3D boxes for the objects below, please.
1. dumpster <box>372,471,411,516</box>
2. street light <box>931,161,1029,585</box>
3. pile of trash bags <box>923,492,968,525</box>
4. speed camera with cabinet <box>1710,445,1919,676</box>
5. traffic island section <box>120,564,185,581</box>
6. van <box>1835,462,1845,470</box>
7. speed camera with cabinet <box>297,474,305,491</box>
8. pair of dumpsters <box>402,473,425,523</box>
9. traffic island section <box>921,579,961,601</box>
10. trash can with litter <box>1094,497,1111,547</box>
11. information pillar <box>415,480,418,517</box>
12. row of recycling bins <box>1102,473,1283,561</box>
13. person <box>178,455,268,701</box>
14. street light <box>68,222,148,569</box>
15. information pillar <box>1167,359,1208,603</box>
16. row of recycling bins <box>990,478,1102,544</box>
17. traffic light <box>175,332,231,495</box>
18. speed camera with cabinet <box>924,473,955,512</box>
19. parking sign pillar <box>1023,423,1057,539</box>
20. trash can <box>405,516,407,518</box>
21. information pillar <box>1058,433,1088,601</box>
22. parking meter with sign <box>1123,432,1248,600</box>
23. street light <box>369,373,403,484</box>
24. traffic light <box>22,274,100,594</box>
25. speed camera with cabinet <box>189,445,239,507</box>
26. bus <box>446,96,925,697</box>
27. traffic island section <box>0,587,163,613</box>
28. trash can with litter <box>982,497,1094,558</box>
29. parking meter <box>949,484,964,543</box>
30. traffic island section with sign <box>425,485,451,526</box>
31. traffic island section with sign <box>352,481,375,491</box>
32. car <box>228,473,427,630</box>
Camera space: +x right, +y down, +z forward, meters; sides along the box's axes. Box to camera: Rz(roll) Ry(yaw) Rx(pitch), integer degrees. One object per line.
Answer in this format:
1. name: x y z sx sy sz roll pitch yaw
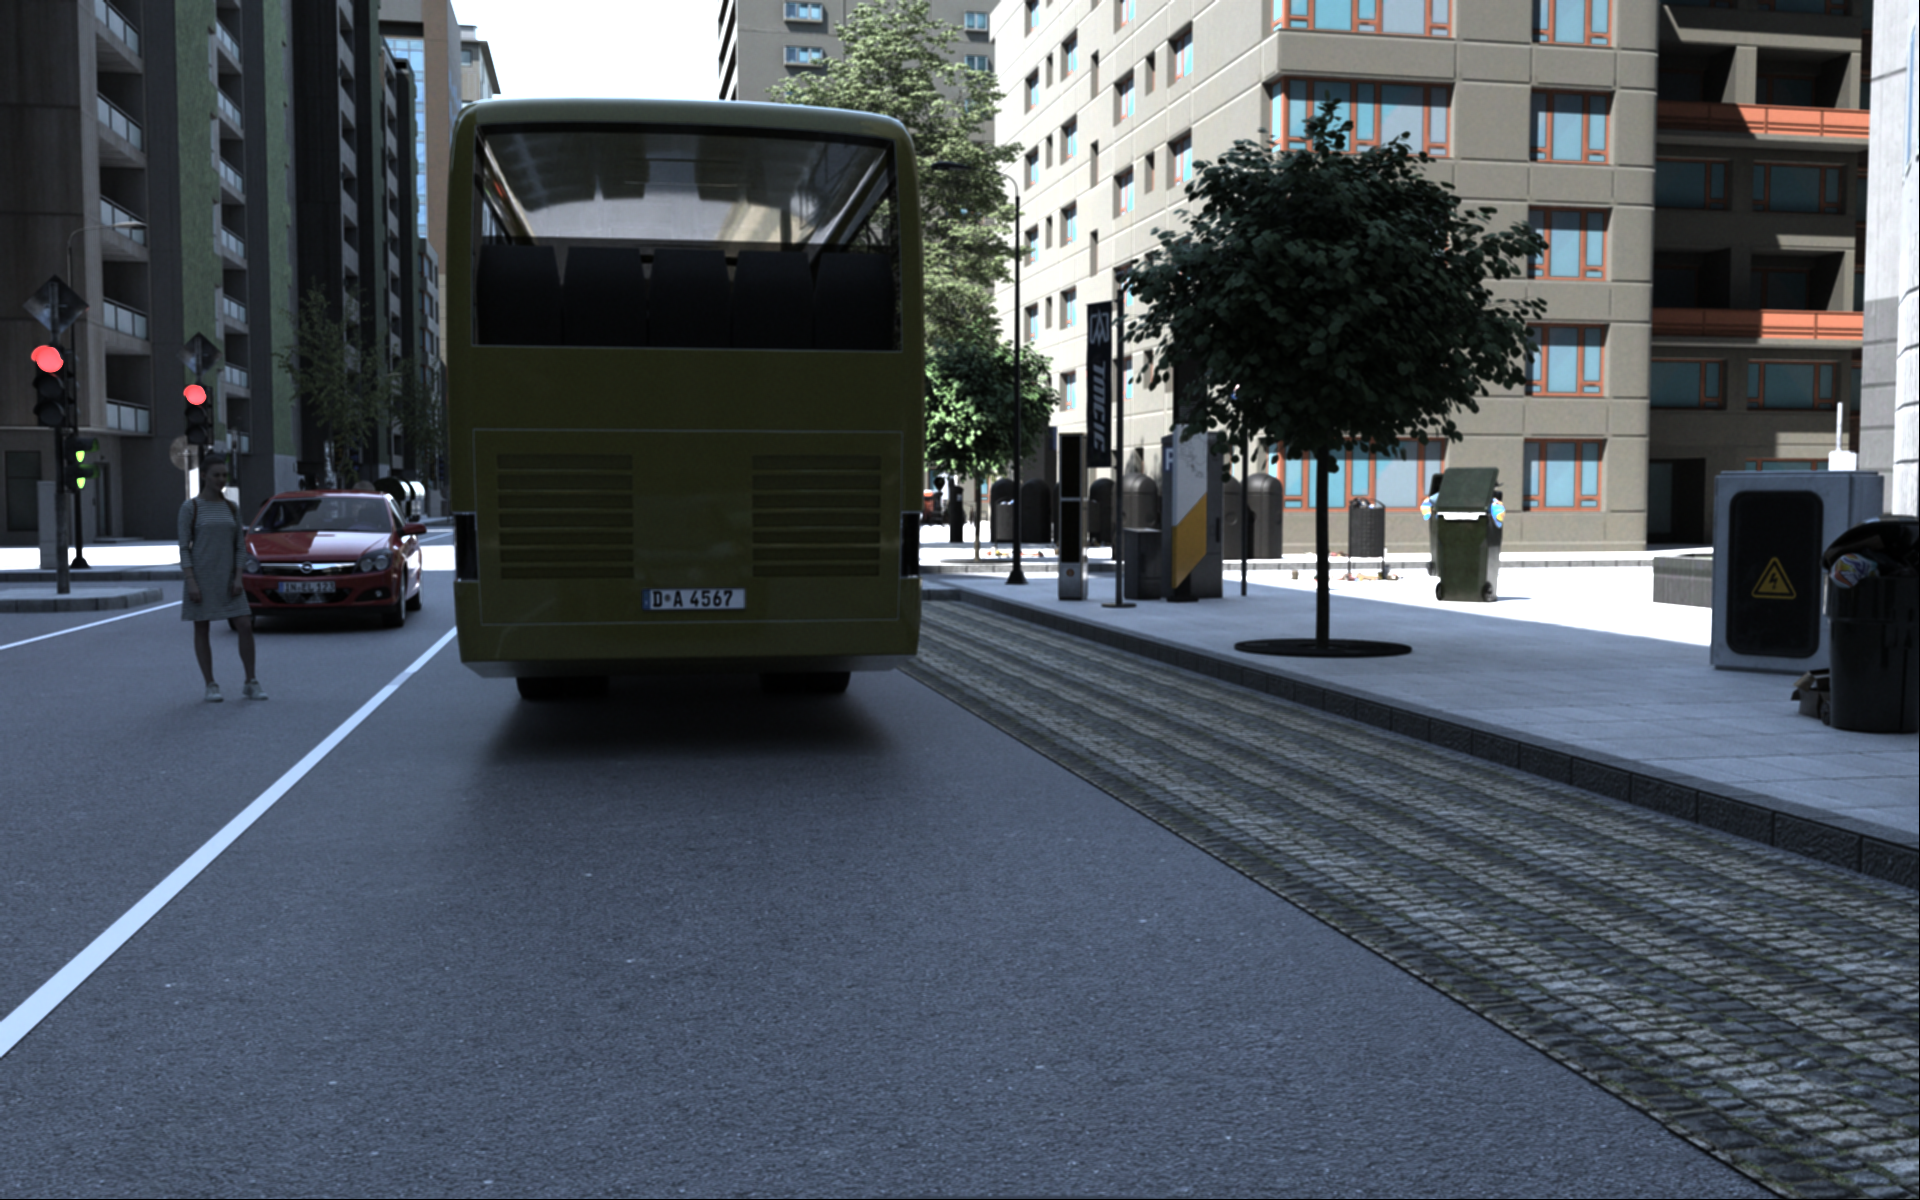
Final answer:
1. dumpster: -24.003 -4.304 72.856 1.502 2.255 1.985 -1 4 -11
2. street light: 0.279 -3.174 24.443 1.470 5.913 1.316 -1 4 -12
3. pile of trash bags: -0.884 -3.913 73.728 1.912 1.369 3.447 1 4 16
4. speed camera with cabinet: 6.365 -1.082 12.019 0.660 3.252 2.038 -3 5 -43
5. traffic island section: -13.179 -0.482 30.159 2.009 0.180 2.903 -1 4 -12
6. van: 16.384 -1.541 32.209 4.112 2.044 2.013 -1 4 -12
7. speed camera with cabinet: -30.572 -5.177 78.977 0.660 3.252 2.038 0 4 3
8. pair of dumpsters: -25.066 -4.610 77.864 1.574 2.255 4.437 -1 4 -12
9. traffic island section: -1.250 -0.132 24.434 2.009 0.180 2.903 -1 4 -12
10. trash can with litter: 2.853 -1.911 42.294 2.233 1.210 1.678 -3 4 -38
11. information pillar: -29.236 -5.421 93.123 0.304 2.012 0.304 1 4 18
12. row of recycling bins: 4.657 -1.622 33.632 3.534 1.692 1.069 -1 4 -19
13. person: -5.172 -0.155 12.033 0.522 1.701 0.512 3 5 41
14. street light: -14.571 -3.492 29.631 1.470 5.913 1.316 -1 4 -12
15. information pillar: 2.721 -1.787 20.575 0.504 3.616 0.183 -2 4 -33
16. row of recycling bins: 2.453 -2.331 45.223 3.534 1.692 1.069 1 4 20
17. traffic light: -13.138 -2.514 30.032 0.839 4.253 0.868 -1 4 -12
18. speed camera with cabinet: -0.961 -5.043 76.796 0.660 3.252 2.038 2 4 32
19. parking sign pillar: 2.299 -3.766 50.039 1.447 3.967 1.447 -2 4 -27
20. trash can: -28.408 -4.670 88.003 0.748 1.137 0.748 0 3 0
21. information pillar: 1.371 -1.006 20.940 0.304 2.012 0.304 1 4 18
22. parking meter with sign: 2.851 -1.536 21.376 1.738 3.016 0.543 -2 4 -28
23. street light: -22.135 -5.758 66.690 1.470 5.913 1.316 -1 4 -12
24. traffic light: -11.538 -2.036 22.209 0.839 4.253 0.868 -1 4 -12
25. speed camera with cabinet: -18.043 -2.905 41.836 0.660 3.252 2.038 0 4 -5
26. bus: -2.465 -1.444 15.162 2.896 3.916 12.252 -1 4 -10
27. traffic island section: -11.580 -0.003 22.335 2.009 0.180 2.903 -1 4 -12
28. trash can with litter: 1.393 -1.516 35.839 2.233 1.210 1.678 -1 4 -14
29. parking meter: -0.096 -2.284 45.749 0.372 1.533 0.369 0 3 0
30. traffic island section with sign: -22.906 -4.221 77.645 1.989 1.847 2.006 -1 4 -12
31. traffic island section with sign: -17.327 -2.553 50.363 1.989 1.847 2.006 -1 4 -12
32. car: -7.192 -0.659 19.808 2.155 1.783 4.494 -1 4 -13
